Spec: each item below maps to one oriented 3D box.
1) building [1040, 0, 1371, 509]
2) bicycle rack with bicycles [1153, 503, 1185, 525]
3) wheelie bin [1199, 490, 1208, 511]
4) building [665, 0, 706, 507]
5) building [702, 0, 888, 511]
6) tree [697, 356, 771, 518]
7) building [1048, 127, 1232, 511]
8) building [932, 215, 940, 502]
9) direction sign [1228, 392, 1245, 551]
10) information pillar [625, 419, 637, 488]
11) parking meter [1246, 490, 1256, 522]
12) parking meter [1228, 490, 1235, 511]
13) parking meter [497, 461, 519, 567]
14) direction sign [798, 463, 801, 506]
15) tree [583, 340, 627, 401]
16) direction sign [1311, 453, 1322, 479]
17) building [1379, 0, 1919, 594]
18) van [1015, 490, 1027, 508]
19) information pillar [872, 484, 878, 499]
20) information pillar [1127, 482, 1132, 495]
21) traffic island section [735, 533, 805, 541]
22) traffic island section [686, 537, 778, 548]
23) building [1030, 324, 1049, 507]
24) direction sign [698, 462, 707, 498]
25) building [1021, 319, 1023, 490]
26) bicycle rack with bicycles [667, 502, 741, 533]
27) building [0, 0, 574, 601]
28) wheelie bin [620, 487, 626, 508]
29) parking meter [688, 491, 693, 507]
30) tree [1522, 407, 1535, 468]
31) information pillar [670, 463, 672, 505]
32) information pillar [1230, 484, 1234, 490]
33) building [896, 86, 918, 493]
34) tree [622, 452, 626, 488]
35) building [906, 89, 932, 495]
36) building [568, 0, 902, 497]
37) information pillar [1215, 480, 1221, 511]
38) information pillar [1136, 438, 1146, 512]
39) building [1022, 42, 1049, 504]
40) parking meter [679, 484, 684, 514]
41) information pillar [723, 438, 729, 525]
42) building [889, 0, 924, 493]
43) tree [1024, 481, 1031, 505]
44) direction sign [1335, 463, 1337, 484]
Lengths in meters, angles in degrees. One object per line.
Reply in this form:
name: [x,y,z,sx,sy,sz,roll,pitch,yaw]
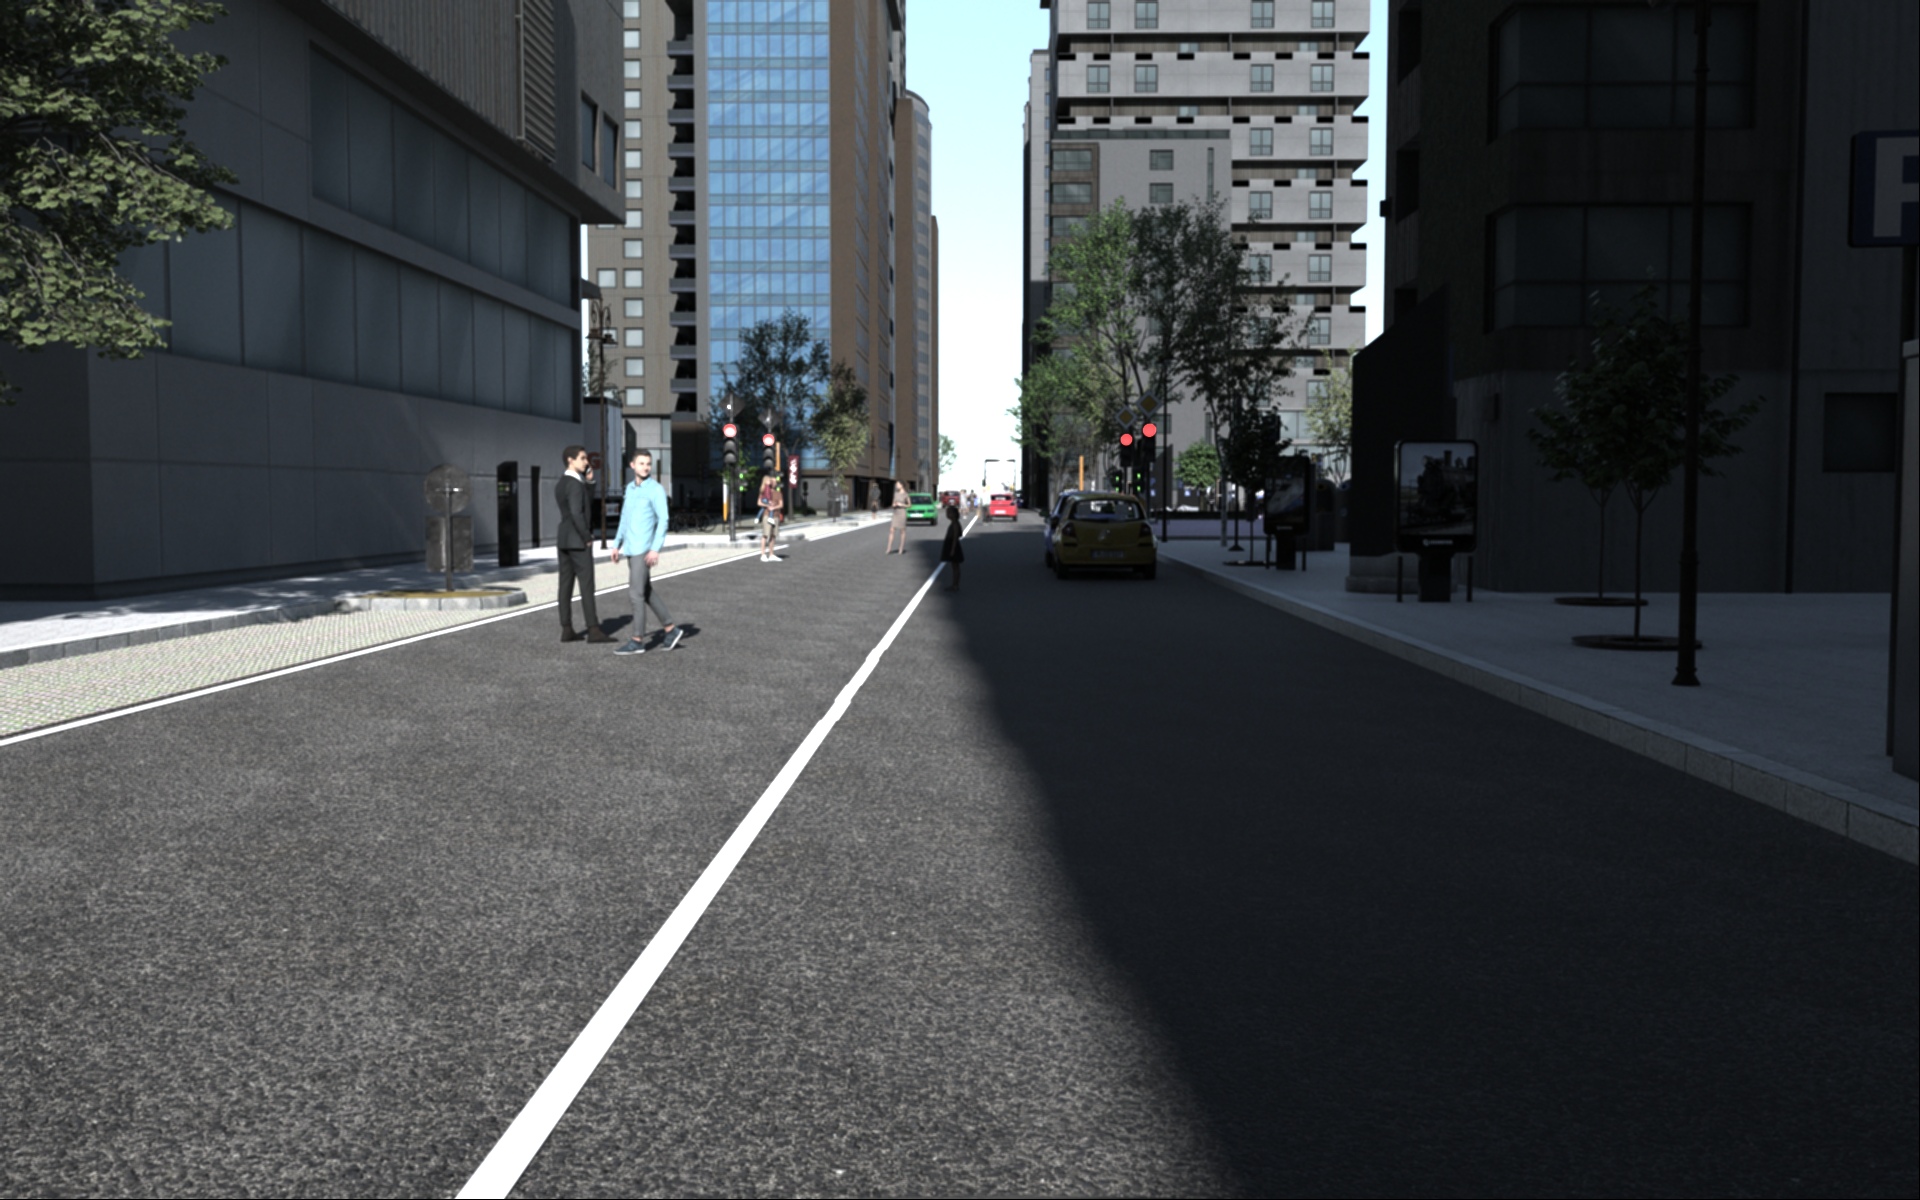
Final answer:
building: [22.046,-34.934,160.412,28.713,52.752,27.495,0,4,1]
bicycle rack with bicycles: [7.646,-3.664,73.295,2.852,0.926,2.925,-1,4,-8]
wheelie bin: [17.828,-7.285,127.013,0.980,1.594,0.693,-2,4,-32]
building: [-14.584,-29.749,136.505,14.600,45.320,14.200,0,4,1]
building: [-13.557,-30.615,150.661,14.600,45.320,14.200,0,4,1]
tree: [-11.981,-8.668,92.092,4.360,8.622,3.978,0,3,0]
building: [14.165,-22.555,140.475,14.160,30.474,14.107,0,4,1]
building: [-10.396,-37.907,269.892,14.600,45.320,14.200,0,4,1]
direction sign: [6.249,-2.879,39.067,0.379,3.537,0.876,1,4,21]
information pillar: [-10.352,-3.861,54.478,0.183,3.616,0.504,2,4,27]
parking meter: [13.627,-4.607,81.028,0.399,1.863,0.255,2,4,32]
parking meter: [15.914,-5.696,101.548,0.372,1.533,0.369,0,3,0]
parking meter: [-7.990,-1.523,30.614,0.255,1.863,0.399,0,4,7]
direction sign: [-11.717,-8.209,126.213,0.379,3.537,0.876,-1,4,-19]
tree: [-17.626,-7.928,79.984,4.737,8.622,4.395,0,3,0]
direction sign: [19.746,-6.360,95.983,0.876,3.537,0.379,-3,4,-38]
building: [14.194,-15.696,28.325,14.160,30.474,14.107,0,4,1]
van: [5.762,-10.203,173.824,2.013,2.044,4.112,0,4,1]
information pillar: [-6.283,-7.550,127.928,0.304,2.012,0.304,-2,4,-32]
information pillar: [10.428,-6.234,106.414,0.304,2.012,0.304,1,4,17]
traffic island section: [-6.014,-1.987,54.772,2.009,0.180,2.903,0,4,1]
traffic island section: [-6.166,-1.499,46.788,2.009,0.180,2.903,0,4,1]
building: [21.840,-21.131,190.537,27.650,21.520,28.899,0,4,1]
direction sign: [-18.298,-8.016,123.059,0.379,3.537,0.876,3,4,36]
building: [17.011,-31.209,281.960,14.160,30.474,14.107,0,4,1]
bicycle rack with bicycles: [-9.352,-2.749,58.326,2.925,0.926,2.852,-2,4,-33]
building: [-22.323,-27.152,33.181,27.495,52.752,28.713,0,4,1]
wheelie bin: [-14.203,-4.088,74.742,0.980,1.594,0.693,3,4,38]
parking meter: [-19.275,-7.065,123.919,0.372,1.533,0.369,0,3,0]
tree: [7.370,-1.566,20.210,1.663,3.219,1.824,0,3,0]
information pillar: [-21.613,-8.451,129.532,0.183,3.616,0.504,-1,4,-19]
information pillar: [16.159,-6.815,102.782,0.183,3.616,0.504,-1,4,-12]
building: [-11.885,-33.179,192.585,14.600,45.320,14.200,0,4,1]
tree: [-23.008,-8.025,114.914,4.285,4.588,4.351,0,3,0]
building: [-14.996,-43.187,248.101,21.231,58.520,28.212,0,4,1]
building: [-20.608,-35.605,171.380,28.713,52.752,27.495,0,4,1]
information pillar: [13.367,-5.187,89.302,0.304,2.012,0.304,-1,4,-12]
information pillar: [6.788,-4.459,64.256,0.504,3.616,0.183,0,4,3]
building: [19.627,-42.160,231.315,21.231,58.520,28.212,0,4,1]
parking meter: [-16.244,-5.837,101.151,0.255,1.863,0.399,0,4,-7]
information pillar: [-9.843,-4.985,72.860,0.183,3.616,0.504,0,4,8]
building: [-15.125,-48.005,223.137,20.563,71.187,20.611,0,4,1]
tree: [8.596,-13.375,213.288,1.663,3.219,1.824,0,3,0]
direction sign: [27.619,-8.275,127.294,0.379,3.537,0.876,1,4,16]
